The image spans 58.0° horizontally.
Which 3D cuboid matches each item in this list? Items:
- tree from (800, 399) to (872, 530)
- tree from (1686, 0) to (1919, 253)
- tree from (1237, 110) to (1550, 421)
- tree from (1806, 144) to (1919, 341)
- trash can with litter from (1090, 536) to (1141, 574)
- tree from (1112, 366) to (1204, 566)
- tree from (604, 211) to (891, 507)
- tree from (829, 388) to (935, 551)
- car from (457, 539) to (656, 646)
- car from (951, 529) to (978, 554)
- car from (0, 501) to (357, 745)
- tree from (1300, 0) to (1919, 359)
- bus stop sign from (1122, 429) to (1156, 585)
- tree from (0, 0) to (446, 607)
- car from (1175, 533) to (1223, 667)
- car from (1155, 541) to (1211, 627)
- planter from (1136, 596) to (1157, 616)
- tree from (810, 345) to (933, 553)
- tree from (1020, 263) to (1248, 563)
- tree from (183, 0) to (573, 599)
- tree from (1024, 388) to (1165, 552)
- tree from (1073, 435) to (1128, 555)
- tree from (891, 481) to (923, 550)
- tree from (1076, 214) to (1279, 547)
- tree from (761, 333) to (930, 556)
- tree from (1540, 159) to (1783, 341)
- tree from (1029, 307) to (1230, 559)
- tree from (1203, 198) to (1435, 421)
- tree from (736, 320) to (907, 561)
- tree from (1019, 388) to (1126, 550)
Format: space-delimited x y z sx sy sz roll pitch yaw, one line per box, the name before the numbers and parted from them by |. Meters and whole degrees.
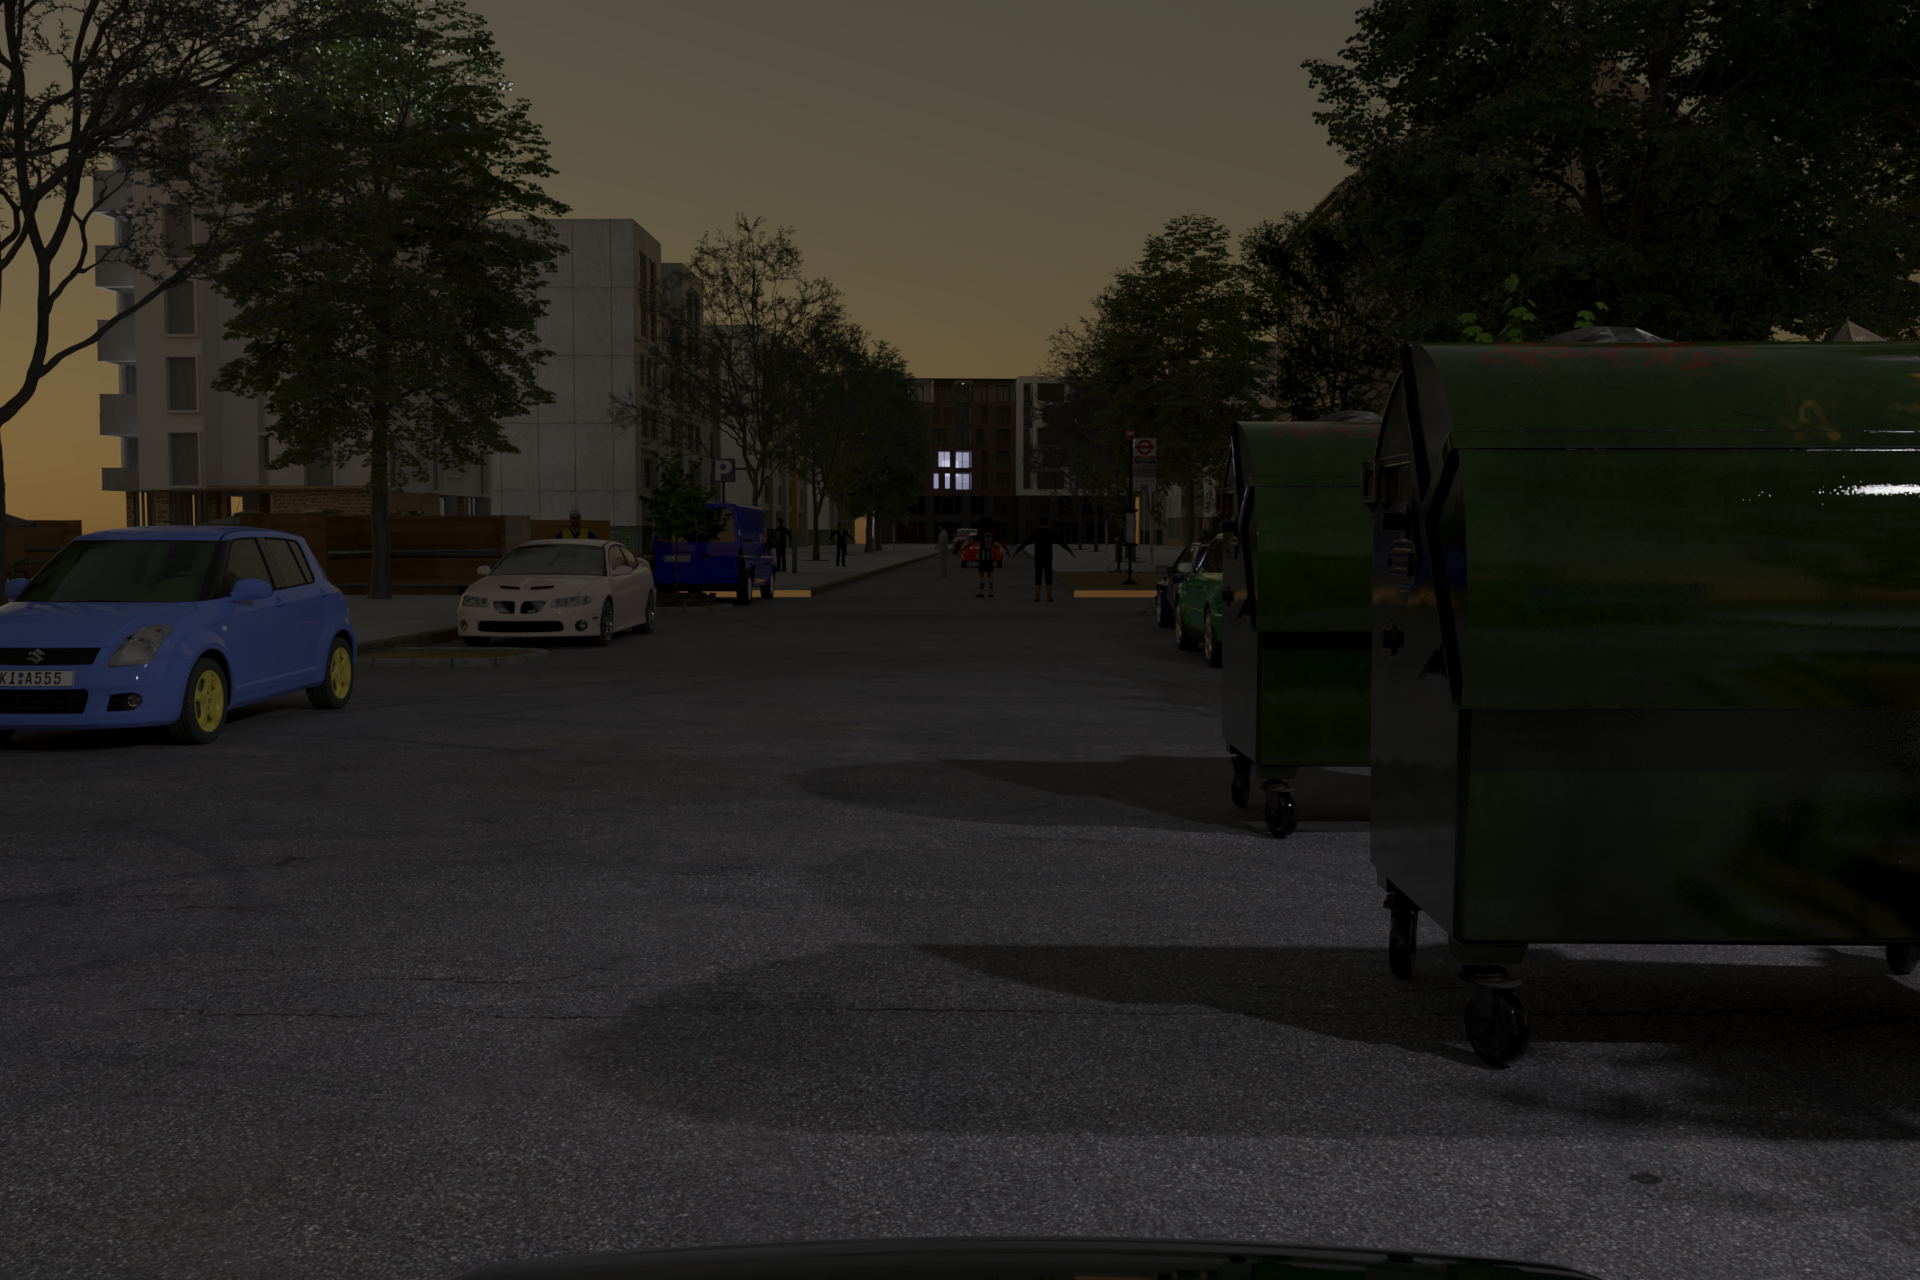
tree | -6.472 -8.718 92.904 4.737 8.622 4.395 0 3 0
tree | 9.552 -4.867 13.984 7.601 10.594 8.767 0 4 -7
tree | 10.040 -6.365 38.473 7.601 10.594 8.767 2 4 28
tree | 25.255 -7.727 44.459 7.486 12.596 7.792 0 3 0
trash can with litter | 5.156 -2.814 57.068 1.678 1.210 2.233 0 4 1
tree | 7.962 -7.284 69.453 4.737 8.622 4.395 0 3 0
tree | -7.750 -9.488 65.497 12.009 13.543 11.850 0 3 0
tree | -6.249 -13.797 132.229 9.857 13.997 8.962 0 3 0
car | -5.381 -0.688 23.610 2.083 1.381 4.827 0 4 1
car | 0.510 -7.051 123.960 2.281 1.827 5.304 0 4 1
car | -5.918 -0.203 12.908 1.945 1.707 3.694 0 4 1
tree | 9.882 -7.277 25.638 9.857 13.997 8.962 0 3 0
bus stop sign | 4.536 -3.377 43.923 0.855 3.939 0.416 0 4 1
tree | -11.244 -6.708 20.042 12.009 13.543 11.850 0 3 0
car | 3.556 -0.684 19.984 1.959 1.807 4.718 0 4 0
car | 3.896 -0.786 25.439 1.945 1.354 3.894 0 4 0
planter | 4.201 -0.617 31.227 1.991 0.319 1.994 0 4 2
tree | -6.265 -12.974 118.779 9.857 13.997 8.962 0 3 0
tree | 7.854 -10.241 77.812 12.009 13.543 11.850 0 3 0
tree | -11.392 -7.103 34.265 7.486 12.596 7.792 0 3 0
tree | 9.738 -13.040 123.567 12.009 13.543 11.850 0 3 0
tree | 9.072 -9.634 107.875 4.737 8.622 4.395 0 3 0
tree | -5.271 -11.638 140.637 4.737 8.622 4.395 0 3 0
tree | 7.918 -8.817 62.287 7.486 12.596 7.792 0 3 0
tree | -7.050 -11.804 103.365 12.009 13.543 11.850 0 3 0
tree | 22.181 -9.163 56.470 9.857 13.997 8.962 0 3 0
tree | 8.650 -10.982 89.925 12.009 13.543 11.850 0 3 0
tree | 11.072 -7.731 52.156 9.928 11.665 9.643 0 3 0
tree | -6.711 -9.579 82.364 9.928 11.665 9.643 0 3 0
tree | 9.619 -14.005 139.356 12.009 13.543 11.850 0 3 0
